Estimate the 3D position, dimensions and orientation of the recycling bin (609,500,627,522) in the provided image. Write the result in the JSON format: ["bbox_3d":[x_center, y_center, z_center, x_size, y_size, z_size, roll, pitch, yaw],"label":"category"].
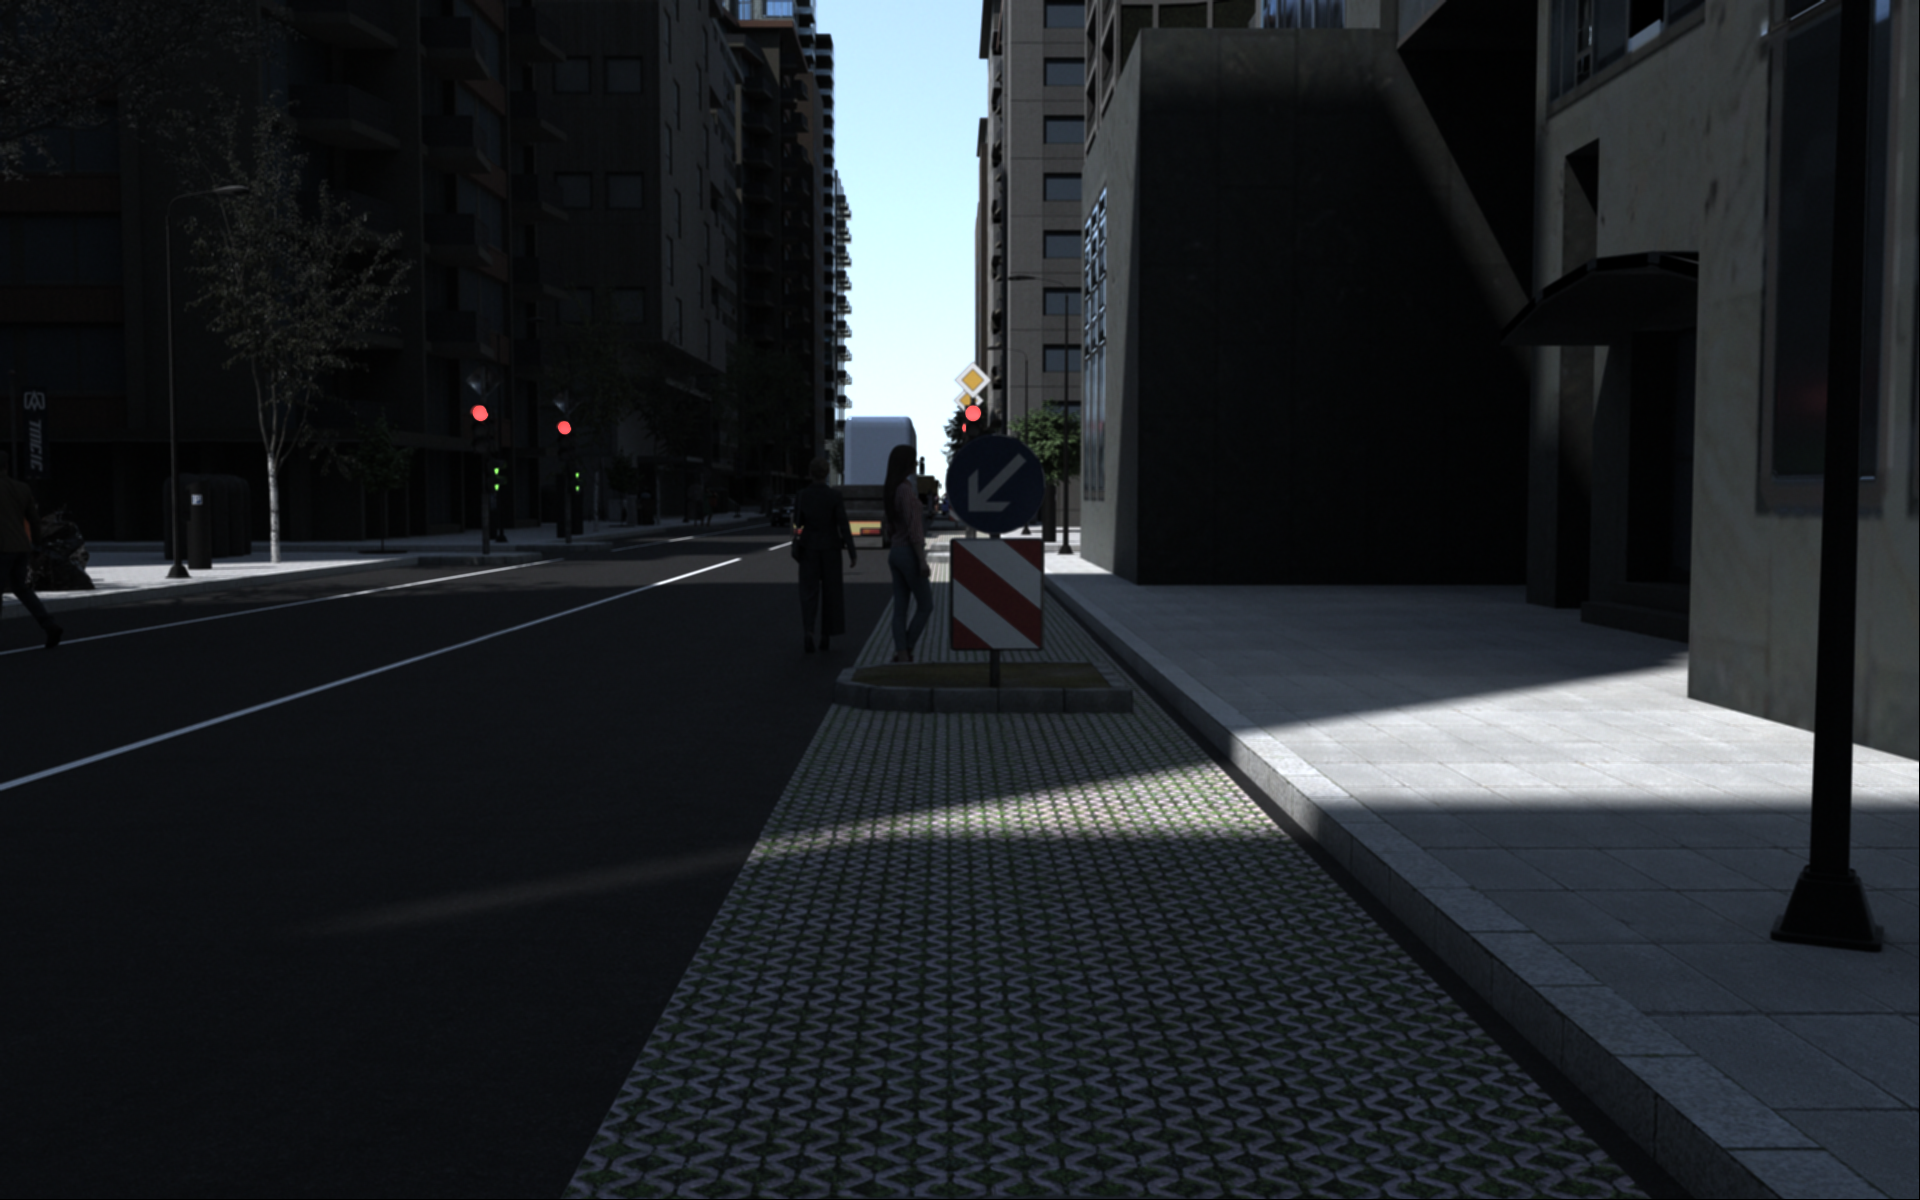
[{"bbox_3d":[-15.858,-4.149,80.393,0.722,1.027,0.722,0,4,5],"label":"recycling bin"}]

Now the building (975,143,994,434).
[{"bbox_3d":[9.355,-34.613,216.027,14.600,45.320,14.200,0,4,0],"label":"building"}]

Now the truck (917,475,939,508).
[{"bbox_3d":[-3.911,-11.168,178.520,3.469,3.379,9.791,0,4,0],"label":"truck"}]

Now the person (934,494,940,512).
[{"bbox_3d":[-1.827,-7.774,138.837,0.421,1.427,0.697,-1,4,-12],"label":"person"}]

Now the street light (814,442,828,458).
[{"bbox_3d":[-12.371,-11.083,153.742,1.470,5.913,1.316,0,4,0],"label":"street light"}]

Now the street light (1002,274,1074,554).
[{"bbox_3d":[1.716,-3.929,36.780,1.470,5.913,1.316,0,4,0],"label":"street light"}]

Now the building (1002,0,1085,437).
[{"bbox_3d":[13.065,-34.432,104.959,21.231,58.520,28.212,0,4,0],"label":"building"}]

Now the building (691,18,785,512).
[{"bbox_3d":[-30.063,-26.924,132.091,32.217,40.220,23.993,0,4,0],"label":"building"}]

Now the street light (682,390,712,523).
[{"bbox_3d":[-11.777,-6.429,77.658,1.470,5.913,1.316,0,4,0],"label":"street light"}]

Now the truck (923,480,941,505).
[{"bbox_3d":[-4.293,-14.700,236.270,3.469,3.379,9.791,0,4,0],"label":"truck"}]

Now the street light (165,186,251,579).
[{"bbox_3d":[-11.397,-3.286,26.272,1.470,5.913,1.316,0,4,0],"label":"street light"}]

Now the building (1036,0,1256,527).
[{"bbox_3d":[13.884,-38.613,69.574,20.563,71.187,20.611,0,4,0],"label":"building"}]

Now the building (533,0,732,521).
[{"bbox_3d":[-27.662,-30.891,94.306,28.713,52.752,27.495,0,4,0],"label":"building"}]

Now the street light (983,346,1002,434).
[{"bbox_3d":[1.547,-5.012,54.485,1.470,5.913,1.316,0,4,0],"label":"street light"}]

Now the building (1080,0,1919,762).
[{"bbox_3d":[13.683,-43.066,16.807,22.319,86.520,31.000,0,4,0],"label":"building"}]

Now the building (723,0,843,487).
[{"bbox_3d":[-25.737,-55.401,218.478,22.319,86.520,31.000,0,4,0],"label":"building"}]

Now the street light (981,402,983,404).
[{"bbox_3d":[1.384,-7.009,87.131,1.470,5.913,1.316,0,4,0],"label":"street light"}]

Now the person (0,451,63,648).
[{"bbox_3d":[-8.735,-0.462,15.965,0.836,1.842,0.656,-1,4,-14],"label":"person"}]

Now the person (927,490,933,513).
[{"bbox_3d":[-2.286,-7.507,131.900,0.551,1.740,0.621,1,4,19],"label":"person"}]

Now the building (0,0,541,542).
[{"bbox_3d":[-26.048,-24.699,58.447,22.147,44.769,28.867,0,4,0],"label":"building"}]

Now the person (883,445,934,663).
[{"bbox_3d":[-0.404,-0.322,13.773,0.388,1.821,0.555,-3,4,-36],"label":"person"}]

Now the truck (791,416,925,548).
[{"bbox_3d":[-2.947,-3.929,53.998,2.967,4.110,18.799,0,4,1],"label":"truck"}]

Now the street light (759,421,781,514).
[{"bbox_3d":[-12.077,-8.412,110.078,1.470,5.913,1.316,0,4,0],"label":"street light"}]

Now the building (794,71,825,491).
[{"bbox_3d":[-21.566,-32.447,180.623,14.600,45.320,14.200,0,4,0],"label":"building"}]

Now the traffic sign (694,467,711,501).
[{"bbox_3d":[-12.069,-4.958,81.163,0.768,2.556,0.104,0,4,0],"label":"traffic sign"}]

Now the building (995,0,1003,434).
[{"bbox_3d":[14.317,-30.468,152.777,22.147,44.769,28.867,0,4,0],"label":"building"}]

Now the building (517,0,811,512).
[{"bbox_3d":[-25.433,-30.835,158.775,22.147,44.769,28.867,0,4,0],"label":"building"}]

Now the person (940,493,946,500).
[{"bbox_3d":[-1.017,-8.125,141.299,1.348,1.831,0.705,1,4,20],"label":"person"}]

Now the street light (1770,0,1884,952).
[{"bbox_3d":[1.977,-1.976,4.850,1.470,5.913,1.316,0,4,0],"label":"street light"}]

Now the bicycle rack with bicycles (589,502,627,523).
[{"bbox_3d":[-15.532,-3.970,78.285,2.852,0.926,2.925,0,4,0],"label":"bicycle rack with bicycles"}]

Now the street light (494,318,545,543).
[{"bbox_3d":[-11.611,-4.476,45.728,1.470,5.913,1.316,0,4,0],"label":"street light"}]

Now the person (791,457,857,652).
[{"bbox_3d":[-1.254,-0.422,15.822,0.576,1.772,0.534,-1,4,-15],"label":"person"}]

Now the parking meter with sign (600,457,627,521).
[{"bbox_3d":[-15.984,-5.204,81.352,1.738,3.016,0.543,0,4,-7],"label":"parking meter with sign"}]

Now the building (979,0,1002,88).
[{"bbox_3d":[16.561,-36.174,180.678,28.713,52.752,27.495,0,4,0],"label":"building"}]

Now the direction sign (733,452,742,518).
[{"bbox_3d":[-12.326,-6.379,96.295,0.379,3.537,0.876,1,4,19],"label":"direction sign"}]

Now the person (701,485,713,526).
[{"bbox_3d":[-10.519,-3.854,71.761,0.529,1.795,0.600,-1,4,-16],"label":"person"}]

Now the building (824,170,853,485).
[{"bbox_3d":[-27.083,-38.584,250.464,23.786,49.044,30.456,0,4,0],"label":"building"}]

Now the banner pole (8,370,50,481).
[{"bbox_3d":[-18.899,-2.758,35.116,0.863,3.779,0.401,-2,4,-29],"label":"banner pole"}]

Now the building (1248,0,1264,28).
[{"bbox_3d":[16.943,-24.588,52.121,14.200,45.320,14.600,0,4,0],"label":"building"}]
